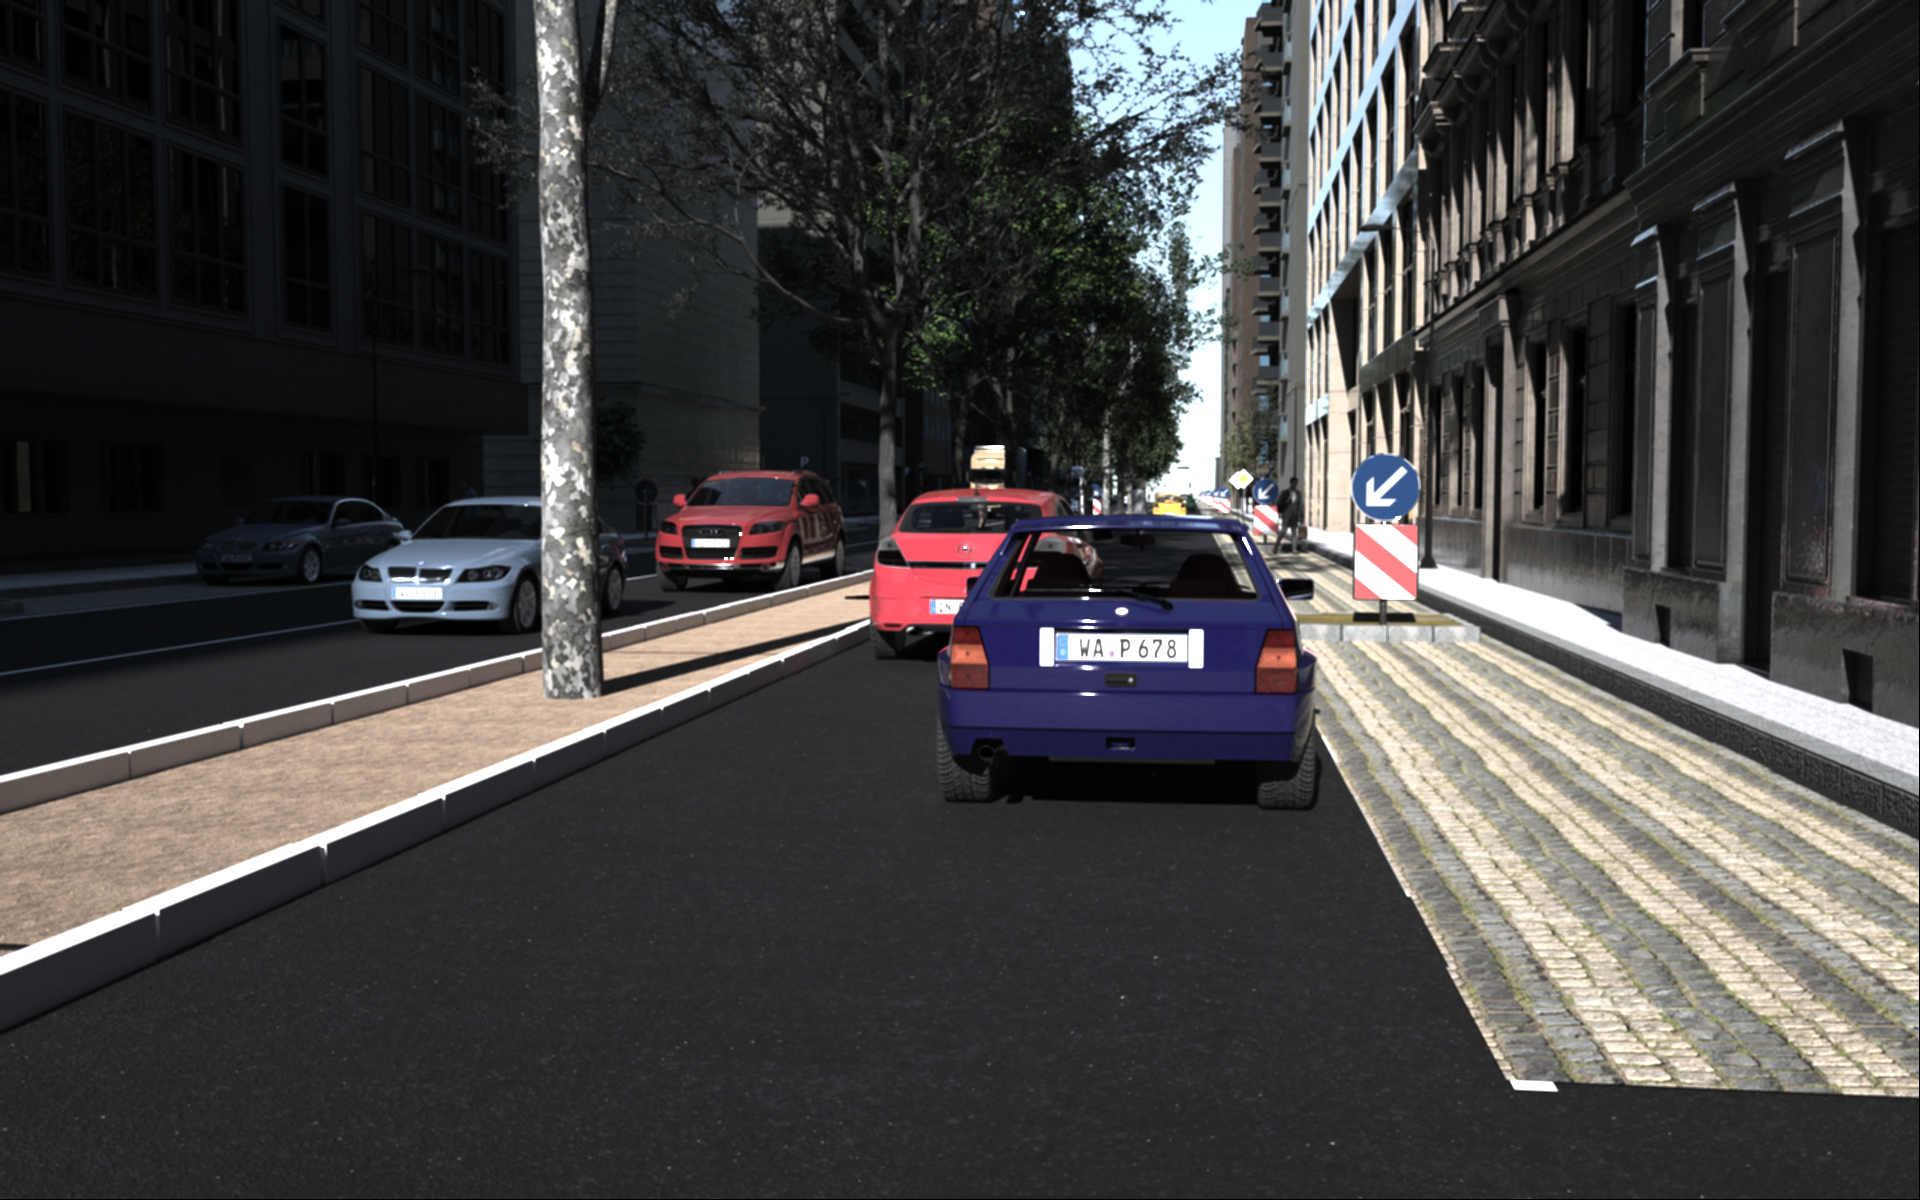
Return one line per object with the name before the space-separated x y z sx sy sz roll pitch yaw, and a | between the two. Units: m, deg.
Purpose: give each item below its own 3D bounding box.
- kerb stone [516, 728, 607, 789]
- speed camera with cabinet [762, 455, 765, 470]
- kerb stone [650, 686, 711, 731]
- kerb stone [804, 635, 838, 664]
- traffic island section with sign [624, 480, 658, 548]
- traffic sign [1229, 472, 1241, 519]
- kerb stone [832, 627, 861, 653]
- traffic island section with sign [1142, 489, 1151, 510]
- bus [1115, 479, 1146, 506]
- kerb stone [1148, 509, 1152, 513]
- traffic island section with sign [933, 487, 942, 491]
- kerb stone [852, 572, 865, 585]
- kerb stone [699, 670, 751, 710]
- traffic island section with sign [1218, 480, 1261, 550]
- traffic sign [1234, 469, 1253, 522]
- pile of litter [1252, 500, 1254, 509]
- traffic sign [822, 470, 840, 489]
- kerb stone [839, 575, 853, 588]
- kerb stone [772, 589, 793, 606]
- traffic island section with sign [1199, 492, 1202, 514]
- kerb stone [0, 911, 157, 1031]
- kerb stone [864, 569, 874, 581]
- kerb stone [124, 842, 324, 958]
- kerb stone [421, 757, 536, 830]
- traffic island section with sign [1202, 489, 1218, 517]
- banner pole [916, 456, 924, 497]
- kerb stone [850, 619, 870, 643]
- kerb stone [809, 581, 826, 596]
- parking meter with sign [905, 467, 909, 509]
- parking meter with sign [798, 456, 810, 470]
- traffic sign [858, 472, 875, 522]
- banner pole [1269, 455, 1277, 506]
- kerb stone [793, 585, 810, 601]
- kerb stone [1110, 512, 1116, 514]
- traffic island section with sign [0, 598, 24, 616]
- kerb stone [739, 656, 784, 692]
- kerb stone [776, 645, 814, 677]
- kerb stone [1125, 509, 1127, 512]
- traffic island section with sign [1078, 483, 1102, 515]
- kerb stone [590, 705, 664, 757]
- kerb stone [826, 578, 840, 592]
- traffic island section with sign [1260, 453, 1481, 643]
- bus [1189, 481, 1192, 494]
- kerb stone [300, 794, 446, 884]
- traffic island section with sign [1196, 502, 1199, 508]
kerb stone | -2.052 0.813 8.898 0.120 0.150 1.000 0 4 8
speed camera with cabinet | -9.234 -5.714 87.751 2.038 3.252 0.660 0 4 7
kerb stone | -1.783 0.691 10.938 0.120 0.150 1.000 0 4 8
kerb stone | -1.236 0.439 15.018 0.120 0.150 1.000 0 4 8
traffic island section with sign | -8.629 -2.343 46.936 1.989 1.847 2.006 0 4 8
traffic sign | 12.362 -4.489 77.039 0.795 2.450 0.064 0 4 8
kerb stone | -1.095 0.383 16.032 0.120 0.150 1.000 0 4 8
traffic island section with sign | 15.978 -8.805 152.095 2.006 1.907 1.989 0 4 8
bus | 20.479 -12.958 206.730 2.948 3.499 13.247 1 4 10
kerb stone | 15.776 -7.362 142.571 0.120 0.150 1.000 0 4 8
traffic island section with sign | -1.297 -5.704 101.881 1.989 1.847 2.006 0 4 8
kerb stone | -1.696 -0.318 27.477 0.120 0.150 1.000 0 4 8
kerb stone | -1.648 0.628 11.966 0.120 0.150 1.000 0 4 8
traffic island section with sign | 7.695 -2.186 44.376 1.989 1.847 2.006 0 4 8
traffic sign | 11.306 -4.005 69.123 0.795 2.450 0.064 0 4 8
pile of litter | 24.915 -8.219 148.351 1.176 0.858 1.719 0 4 8
traffic sign | -5.338 -4.141 71.355 0.795 2.450 0.064 0 4 8
kerb stone | -1.823 -0.261 26.462 0.120 0.150 1.000 0 4 8
kerb stone | -2.368 -0.012 22.388 0.120 0.150 1.000 0 4 8
traffic island section with sign | 18.602 -7.189 126.170 1.989 1.847 2.006 0 4 8
kerb stone | -2.592 1.062 4.827 0.120 0.150 1.000 0 4 8
kerb stone | -1.561 -0.385 28.490 0.120 0.150 1.000 0 4 8
kerb stone | -2.463 1.000 5.848 0.120 0.150 1.000 0 4 8
kerb stone | -2.187 0.875 7.882 0.120 0.150 1.000 0 4 8
traffic island section with sign | 15.043 -5.555 99.450 1.989 1.847 2.006 0 4 8
banner pole | -2.642 -7.548 113.425 0.401 3.779 0.863 3 5 43
kerb stone | -0.966 0.315 17.049 0.120 0.150 1.000 0 4 8
kerb stone | -2.093 -0.137 24.429 0.120 0.150 1.000 0 4 8
parking meter with sign | -4.154 -7.079 112.007 1.738 3.016 0.543 2 4 30
parking meter with sign | -7.459 -5.116 79.909 0.543 3.016 1.738 -2 4 -25
traffic sign | -4.283 -4.626 79.271 0.795 2.450 0.064 0 4 8
banner pole | 20.002 -7.372 110.546 0.401 3.779 0.863 -2 4 -35
kerb stone | -2.237 -0.071 23.416 0.120 0.150 1.000 0 4 8
kerb stone | 10.712 -6.012 120.490 0.120 0.150 1.000 0 4 8
traffic island section with sign | -12.187 -0.709 20.216 1.989 1.847 2.006 0 4 8
kerb stone | -1.513 0.564 12.979 0.120 0.150 1.000 0 4 8
kerb stone | -1.369 0.501 14.003 0.120 0.150 1.000 0 4 8
kerb stone | 14.506 -7.752 148.932 0.120 0.150 1.000 0 4 8
traffic island section with sign | 6.055 -4.249 77.612 2.006 1.907 1.989 0 4 8
kerb stone | -1.920 0.751 9.918 0.120 0.150 1.000 0 4 8
kerb stone | -1.960 -0.199 25.445 0.120 0.150 1.000 0 4 8
traffic island section with sign | 4.135 -0.551 17.639 1.989 1.847 2.006 0 4 8
bus | 34.547 -17.010 269.660 2.896 3.916 12.252 1 4 9
kerb stone | -2.319 0.940 6.862 0.120 0.150 1.000 0 4 8
traffic island section with sign | 25.288 -10.258 176.338 1.989 1.847 2.006 0 4 8
